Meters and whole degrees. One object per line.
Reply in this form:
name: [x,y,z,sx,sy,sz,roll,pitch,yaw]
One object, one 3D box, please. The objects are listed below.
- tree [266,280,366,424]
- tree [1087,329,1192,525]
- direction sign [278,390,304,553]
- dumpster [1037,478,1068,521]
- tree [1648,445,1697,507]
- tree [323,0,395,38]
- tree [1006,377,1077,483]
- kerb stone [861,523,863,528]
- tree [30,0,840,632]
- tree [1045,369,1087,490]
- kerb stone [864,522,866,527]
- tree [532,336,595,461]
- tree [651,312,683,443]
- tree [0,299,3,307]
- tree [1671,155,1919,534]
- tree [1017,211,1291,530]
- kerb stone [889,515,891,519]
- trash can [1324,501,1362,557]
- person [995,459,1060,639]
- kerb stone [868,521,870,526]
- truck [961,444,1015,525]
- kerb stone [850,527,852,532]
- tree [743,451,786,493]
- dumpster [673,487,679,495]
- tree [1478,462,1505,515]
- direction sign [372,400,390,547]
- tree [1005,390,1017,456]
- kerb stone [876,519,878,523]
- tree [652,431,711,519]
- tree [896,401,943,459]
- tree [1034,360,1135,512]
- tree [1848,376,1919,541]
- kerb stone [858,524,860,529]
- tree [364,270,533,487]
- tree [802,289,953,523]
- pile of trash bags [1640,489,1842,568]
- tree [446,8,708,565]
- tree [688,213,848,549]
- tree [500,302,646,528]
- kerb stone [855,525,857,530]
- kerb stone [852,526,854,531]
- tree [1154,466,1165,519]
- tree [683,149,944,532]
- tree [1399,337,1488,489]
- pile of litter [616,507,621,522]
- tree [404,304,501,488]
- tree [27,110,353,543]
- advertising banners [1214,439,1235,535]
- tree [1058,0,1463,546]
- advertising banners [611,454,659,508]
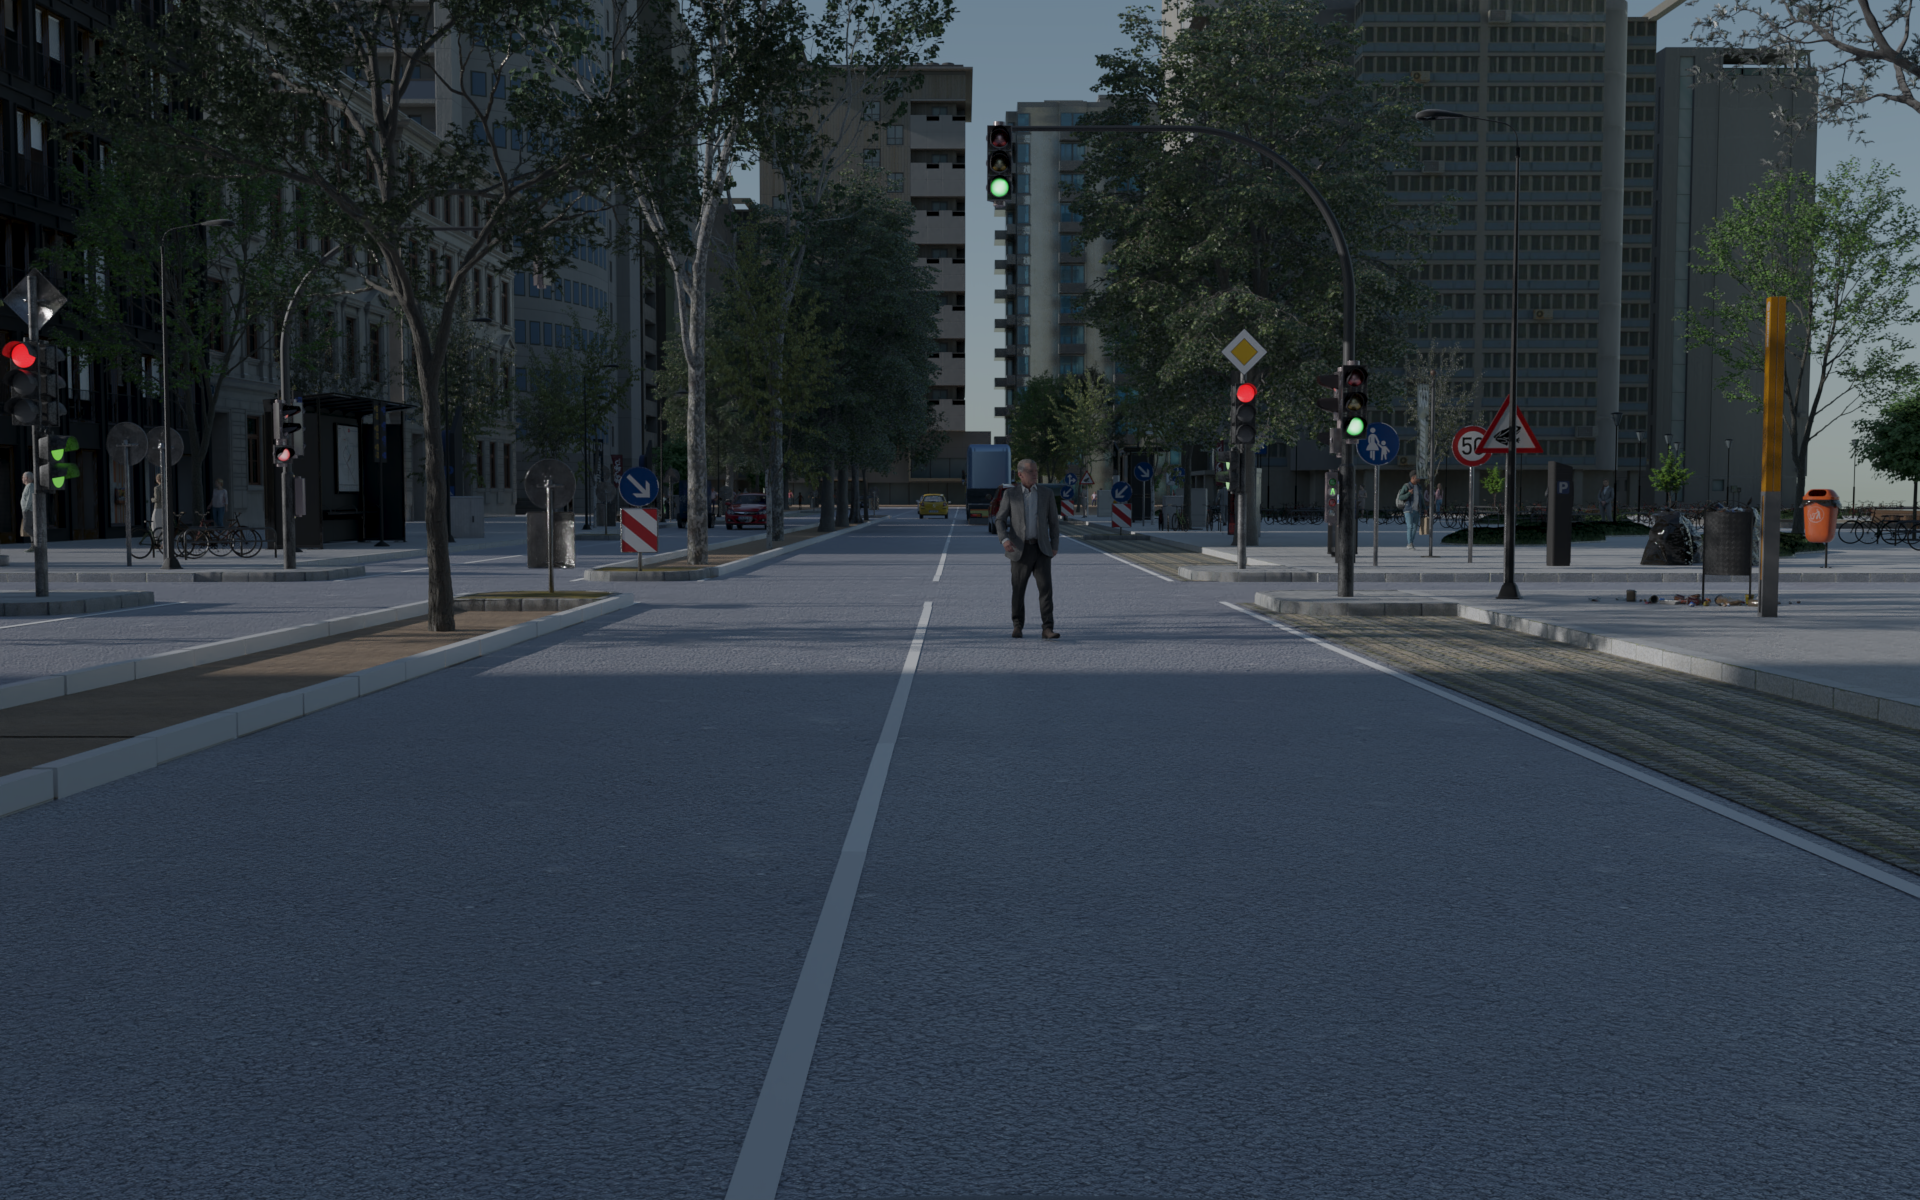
tree: [-21.704,-6.652,59.126,4.360,8.622,3.978,0,3,0]
tree: [7.960,-7.396,71.285,4.737,8.622,4.395,0,3,0]
direction sign: [-14.669,-2.816,38.034,0.379,3.537,0.876,1,4,13]
dumpster: [4.697,-5.258,90.923,1.985,2.255,1.502,0,4,1]
tree: [28.158,-4.535,68.756,1.663,3.219,1.824,0,3,0]
tree: [-5.278,-5.708,6.160,12.009,13.543,11.850,0,3,0]
tree: [8.048,-15.199,166.628,7.486,12.596,7.792,0,3,0]
kerb stone: [-4.210,-3.026,71.697,0.120,0.150,1.000,0,3,0]
tree: [-5.372,-4.966,18.057,8.767,10.594,7.601,0,3,0]
tree: [7.213,-9.212,100.975,4.737,8.622,4.395,0,3,0]
kerb stone: [-4.211,-3.148,73.743,0.120,0.150,1.000,0,3,0]
tree: [-19.165,-7.999,81.142,4.360,8.622,3.978,0,3,0]
tree: [-13.906,-12.091,104.345,9.857,13.997,8.962,0,3,0]
tree: [-21.135,-5.145,34.480,4.737,8.622,4.395,0,3,0]
tree: [26.522,-7.872,54.468,9.928,11.665,9.643,0,3,0]
tree: [8.303,-8.329,61.941,9.928,11.665,9.643,0,3,0]
kerb stone: [-4.182,-4.720,99.368,0.120,0.150,1.000,0,3,0]
trash can: [7.778,-1.440,35.194,0.748,1.137,0.748,0,3,0]
person: [0.708,-0.501,17.085,0.661,1.777,0.834,-1,4,-18]
kerb stone: [-4.209,-3.341,76.820,0.120,0.150,1.000,0,3,0]
truck: [1.578,-6.013,88.068,2.967,4.110,18.799,0,3,0]
kerb stone: [-4.225,-2.588,64.514,0.120,0.150,1.000,0,3,0]
tree: [-14.504,-8.885,128.979,4.285,4.588,4.351,0,3,0]
dumpster: [-15.117,-5.674,95.263,1.502,2.255,1.985,0,4,0]
tree: [32.363,-6.722,104.499,1.663,3.219,1.824,0,3,0]
direction sign: [-14.152,-3.076,42.291,0.379,3.537,0.876,0,4,0]
tree: [7.518,-13.253,142.441,9.928,11.665,9.643,0,3,0]
kerb stone: [-4.199,-3.780,83.998,0.120,0.150,1.000,0,3,0]
tree: [-14.728,-6.541,90.656,4.285,4.588,4.351,0,3,0]
tree: [-5.054,-9.602,93.864,8.767,10.594,7.601,0,3,0]
tree: [8.555,-11.382,120.513,7.601,10.594,8.767,1,4,20]
tree: [26.516,-3.921,47.828,4.285,4.588,4.351,0,3,0]
kerb stone: [-4.211,-2.903,69.652,0.120,0.150,1.000,0,3,0]
tree: [-16.723,-6.520,56.972,4.360,8.622,3.978,0,3,0]
tree: [-5.159,-10.119,84.913,9.611,12.733,9.660,0,3,0]
pile of trash bags: [13.900,-1.291,30.860,1.912,1.369,3.447,-3,5,-41]
tree: [-6.516,-10.820,35.256,12.611,20.169,13.585,0,3,0]
tree: [-4.897,-5.599,44.364,4.737,8.622,4.395,0,3,0]
tree: [-14.134,-7.056,65.726,4.737,8.622,4.395,0,3,0]
kerb stone: [-4.223,-2.777,67.606,0.120,0.150,1.000,0,3,0]
kerb stone: [-4.218,-2.652,65.548,0.120,0.150,1.000,0,3,0]
tree: [9.753,-5.762,88.816,1.663,3.219,1.824,0,3,0]
tree: [-5.039,-9.536,65.027,9.857,13.997,8.962,0,3,0]
tree: [22.619,-8.056,82.073,4.360,8.622,3.978,0,3,0]
pile of litter: [-15.824,-4.049,80.170,1.176,0.858,1.719,0,4,5]
tree: [-19.655,-7.190,67.918,4.737,8.622,4.395,0,3,0]
tree: [-20.230,-7.356,46.033,9.928,11.665,9.643,0,3,0]
advertising banners: [8.563,-3.548,54.190,0.090,3.025,2.074,-2,4,-29]
tree: [7.207,-8.319,42.673,9.857,13.997,8.962,0,3,0]
advertising banners: [-14.405,-4.928,76.759,2.074,3.025,0.090,-1,4,-12]
